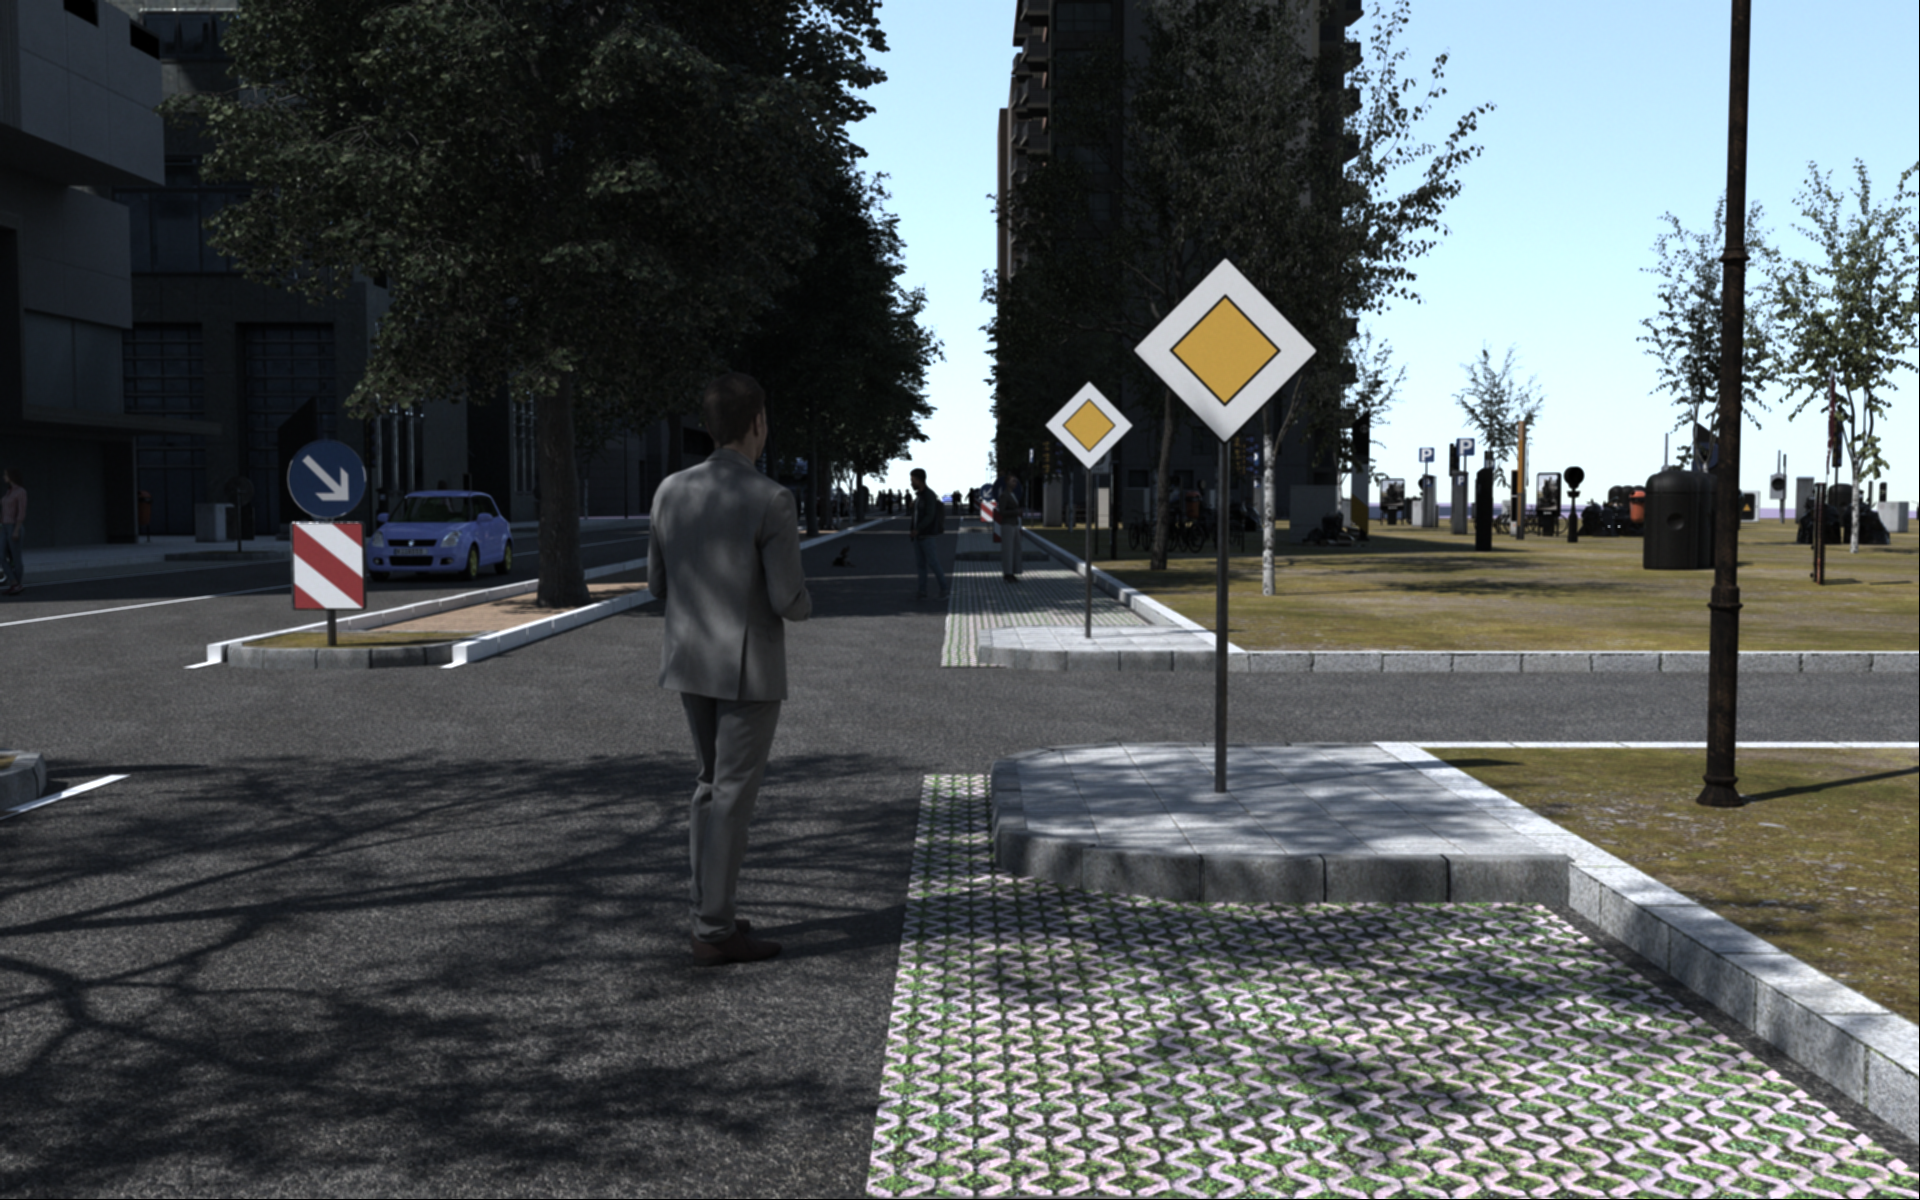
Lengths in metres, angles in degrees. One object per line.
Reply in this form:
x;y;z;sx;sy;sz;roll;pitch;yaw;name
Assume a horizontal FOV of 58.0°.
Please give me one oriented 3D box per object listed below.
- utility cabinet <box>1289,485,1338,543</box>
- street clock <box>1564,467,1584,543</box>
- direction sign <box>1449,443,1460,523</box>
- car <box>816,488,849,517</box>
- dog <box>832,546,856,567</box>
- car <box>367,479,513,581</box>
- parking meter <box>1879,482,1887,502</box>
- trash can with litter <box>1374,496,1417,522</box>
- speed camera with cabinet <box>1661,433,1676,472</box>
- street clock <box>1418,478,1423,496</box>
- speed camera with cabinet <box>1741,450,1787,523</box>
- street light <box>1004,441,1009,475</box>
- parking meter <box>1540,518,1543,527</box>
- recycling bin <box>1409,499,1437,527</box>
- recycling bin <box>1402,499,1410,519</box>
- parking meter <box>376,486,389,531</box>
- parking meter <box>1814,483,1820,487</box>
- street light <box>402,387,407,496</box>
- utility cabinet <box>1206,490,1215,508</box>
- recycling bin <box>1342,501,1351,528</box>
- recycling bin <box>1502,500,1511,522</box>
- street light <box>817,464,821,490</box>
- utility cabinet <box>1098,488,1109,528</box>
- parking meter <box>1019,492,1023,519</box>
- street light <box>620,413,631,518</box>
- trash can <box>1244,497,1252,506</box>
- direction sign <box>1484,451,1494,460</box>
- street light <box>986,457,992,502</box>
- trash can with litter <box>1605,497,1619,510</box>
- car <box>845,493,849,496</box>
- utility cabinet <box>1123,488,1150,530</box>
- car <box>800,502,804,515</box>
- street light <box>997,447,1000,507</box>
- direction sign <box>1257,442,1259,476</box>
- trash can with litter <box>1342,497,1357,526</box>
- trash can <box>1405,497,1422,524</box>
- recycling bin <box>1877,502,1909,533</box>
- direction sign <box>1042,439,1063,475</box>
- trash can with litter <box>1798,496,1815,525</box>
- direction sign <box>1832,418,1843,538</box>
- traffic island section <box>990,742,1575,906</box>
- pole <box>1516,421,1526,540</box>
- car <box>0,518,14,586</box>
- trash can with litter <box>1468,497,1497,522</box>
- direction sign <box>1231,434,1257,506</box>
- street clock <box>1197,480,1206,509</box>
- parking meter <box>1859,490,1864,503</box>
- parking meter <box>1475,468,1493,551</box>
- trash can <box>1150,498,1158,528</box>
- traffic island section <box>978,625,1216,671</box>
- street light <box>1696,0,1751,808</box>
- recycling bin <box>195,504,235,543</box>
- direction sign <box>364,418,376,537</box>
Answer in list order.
9.044;-2.177;44.265;1.173;1.500;0.318;1;4;23;utility cabinet
16.197;-2.518;45.734;0.471;2.002;0.358;-1;4;-12;street clock
22.137;-5.234;77.580;0.379;3.537;0.876;3;5;44;direction sign
-8.282;-6.262;111.058;2.281;1.827;5.304;0;4;1;car
-2.286;-0.871;34.434;0.550;0.427;0.748;0;4;6;dog
-8.881;-1.229;29.691;1.945;1.707;3.694;0;4;-1;car
45.682;-4.895;85.744;0.255;1.863;0.399;3;4;39;parking meter
20.729;-4.409;83.143;1.678;1.210;2.233;3;4;39;trash can with litter
22.762;-3.723;55.208;0.660;3.252;2.038;1;4;17;speed camera with cabinet
20.460;-4.397;76.461;0.471;2.002;0.358;1;4;14;street clock
35.835;-5.083;77.446;2.038;3.252;0.660;2;4;25;speed camera with cabinet
3.443;-9.368;125.947;0.468;5.910;1.993;0;4;0;street light
22.452;-3.732;66.727;0.255;1.863;0.399;0;4;2;parking meter
18.240;-3.394;68.042;0.722;1.027;0.722;3;5;41;recycling bin
23.274;-4.692;89.261;0.722;1.027;0.722;-1;4;-18;recycling bin
-17.532;-2.701;52.571;0.372;1.533;0.369;0;3;0;parking meter
43.920;-5.081;88.793;0.399;1.863;0.255;-3;5;-40;parking meter
-17.830;-5.065;55.601;0.468;5.910;1.993;0;4;0;street light
13.037;-4.878;88.429;1.173;1.500;0.318;-3;5;-39;utility cabinet
14.587;-3.311;66.685;0.722;1.027;0.722;-1;4;-18;recycling bin
22.893;-3.630;71.903;0.722;1.027;0.722;1;4;20;recycling bin
-17.530;-14.859;215.734;0.468;5.910;1.993;0;4;0;street light
5.484;-3.441;64.933;0.318;1.500;1.173;-2;4;-24;utility cabinet
3.090;-4.979;89.813;0.372;1.533;0.369;0;3;0;parking meter
-17.806;-7.305;92.221;0.468;5.910;1.993;0;4;0;street light
13.616;-4.225;80.739;0.748;1.137;0.748;0;3;0;trash can
27.637;-6.029;90.578;0.876;3.537;0.379;-3;5;-43;direction sign
3.712;-14.499;209.853;0.468;5.910;1.993;0;4;0;street light
23.752;-3.205;63.791;1.055;1.170;0.624;2;4;35;trash can with litter
-12.860;-11.278;193.988;1.945;1.707;3.694;0;4;-1;car
6.304;-3.261;62.002;0.318;1.500;1.173;-2;4;-34;utility cabinet
-11.729;-6.517;118.916;2.083;1.381;4.827;0;4;-1;car
3.699;-11.813;165.928;0.468;5.910;1.993;0;4;0;street light
12.483;-5.077;75.000;0.876;3.537;0.379;1;4;13;direction sign
15.155;-3.610;70.084;2.233;1.210;1.678;0;4;7;trash can with litter
19.394;-3.814;74.005;0.748;1.137;0.748;0;3;0;trash can
30.965;-2.749;57.502;0.722;1.027;0.722;-2;4;-35;recycling bin
3.810;-4.856;71.396;0.876;3.537;0.379;0;4;-4;direction sign
35.520;-3.700;71.556;2.233;1.210;1.678;-2;4;-27;trash can with litter
25.473;-3.568;50.334;0.379;3.537;0.876;1;4;12;direction sign
1.143;0.906;7.472;2.009;0.180;2.903;0;4;0;traffic island section
15.737;-3.347;48.563;0.158;3.312;0.155;0;3;0;pole
-15.685;-1.012;25.348;1.959;1.807;4.718;0;3;0;car
23.692;-4.166;79.165;2.233;1.210;1.678;-1;4;-9;trash can with litter
10.670;-4.494;65.467;0.876;3.537;0.379;0;4;5;direction sign
12.196;-5.071;87.480;0.358;2.002;0.471;3;5;43;street clock
44.146;-4.685;85.005;0.372;1.533;0.369;0;3;0;parking meter
11.790;-2.034;38.960;0.255;1.863;0.399;0;4;-4;parking meter
7.257;-3.248;64.755;0.748;1.137;0.748;0;3;0;trash can
1.163;0.417;15.457;2.009;0.180;2.903;0;4;0;traffic island section
3.144;-2.092;6.989;0.468;5.910;1.993;0;4;0;street light
-19.841;-2.053;46.117;0.722;1.027;0.722;1;4;19;recycling bin
-17.446;-3.624;51.250;0.379;3.537;0.876;0;3;0;direction sign
